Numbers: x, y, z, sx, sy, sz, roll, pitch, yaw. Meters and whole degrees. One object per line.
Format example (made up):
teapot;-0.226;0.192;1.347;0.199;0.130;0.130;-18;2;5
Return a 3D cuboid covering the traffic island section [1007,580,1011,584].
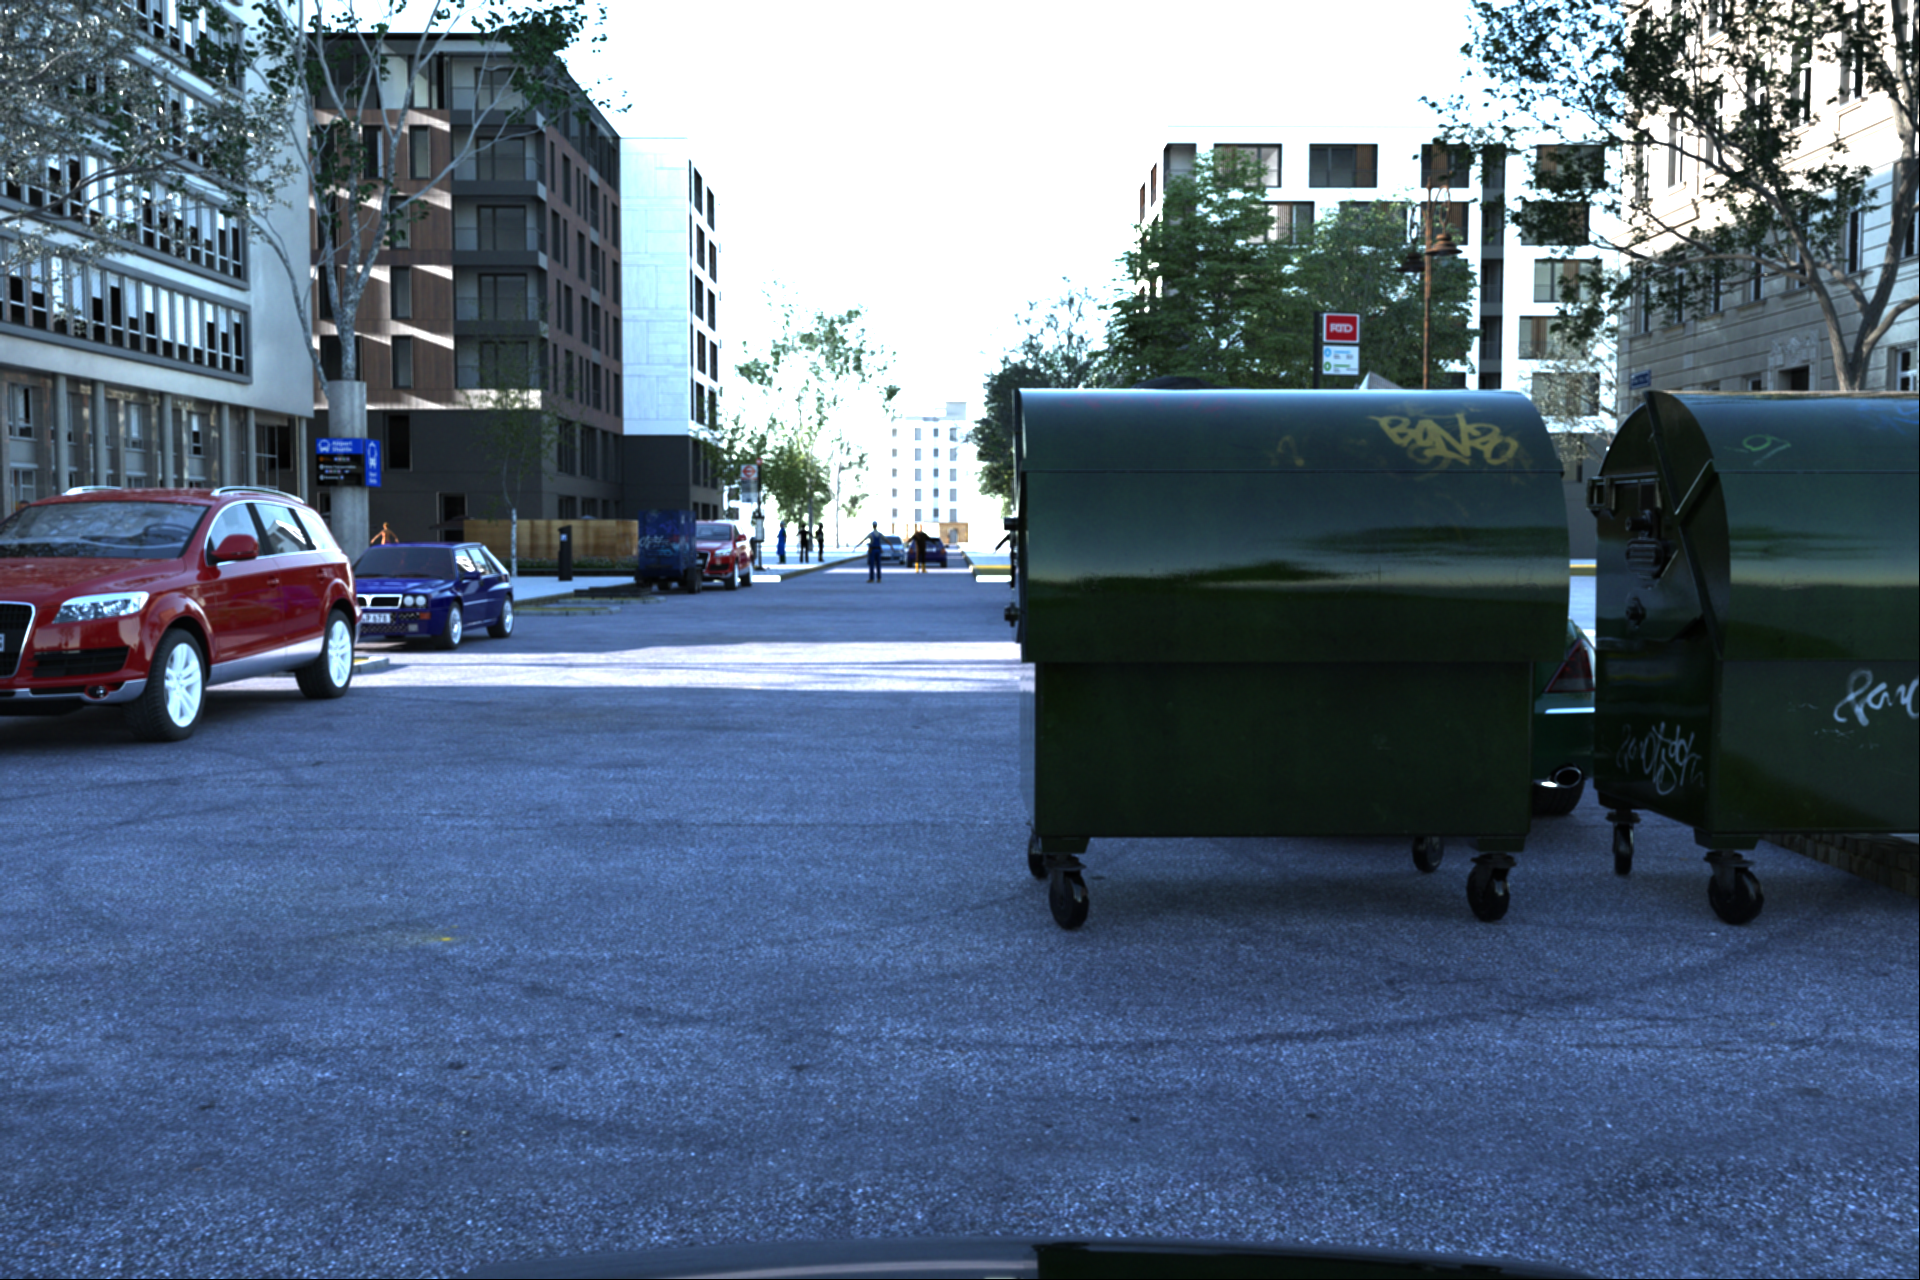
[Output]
traffic island section;2.355;-1.655;49.928;1.991;0.108;1.994;0;4;0

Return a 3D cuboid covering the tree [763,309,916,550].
tree;-9.938;-17.631;144.161;12.611;20.169;13.585;0;3;0

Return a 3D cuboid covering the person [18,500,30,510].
person;-15.426;-1.384;28.542;0.709;1.838;0.599;-1;4;-16

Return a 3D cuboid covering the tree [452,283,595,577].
tree;-13.463;-6.181;51.418;4.360;8.622;3.978;0;3;0

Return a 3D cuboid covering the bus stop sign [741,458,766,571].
bus stop sign;-7.248;-4.408;60.768;0.855;3.939;0.416;0;4;1

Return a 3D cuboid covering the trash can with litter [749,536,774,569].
trash can with litter;-7.487;-3.227;63.813;1.678;1.210;2.233;0;4;-1

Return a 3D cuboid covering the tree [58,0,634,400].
tree;-13.685;-11.219;39.314;12.611;20.169;13.585;0;3;0

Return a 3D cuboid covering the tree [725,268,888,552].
tree;-12.340;-16.521;126.000;12.611;20.169;13.585;0;3;0

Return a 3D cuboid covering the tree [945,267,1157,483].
tree;4.861;-10.307;78.882;12.009;13.543;11.850;0;3;0

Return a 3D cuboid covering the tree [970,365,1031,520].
tree;5.235;-13.436;126.335;9.857;13.997;8.962;0;3;0

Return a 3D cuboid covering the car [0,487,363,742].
car;-6.400;-0.303;13.624;2.281;1.827;5.304;0;4;-1

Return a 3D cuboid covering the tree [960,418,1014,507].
tree;5.036;-14.479;147.105;12.009;13.543;11.850;0;3;0

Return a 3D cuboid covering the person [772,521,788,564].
person;-7.583;-4.116;73.420;0.704;1.817;1.347;-2;4;-31

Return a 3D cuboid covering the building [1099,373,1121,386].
building;23.120;-20.289;198.188;16.747;18.905;31.486;0;4;-1

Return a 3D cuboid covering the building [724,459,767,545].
building;-27.643;-16.260;208.000;9.099;9.664;28.070;0;3;0

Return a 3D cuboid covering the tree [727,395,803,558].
tree;-10.709;-8.723;92.977;4.737;8.622;4.395;0;3;0

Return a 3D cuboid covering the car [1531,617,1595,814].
car;2.239;0.092;10.293;2.131;1.459;4.920;0;4;0

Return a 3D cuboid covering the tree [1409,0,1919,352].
tree;8.581;-5.025;16.577;8.767;10.594;7.601;0;4;-6

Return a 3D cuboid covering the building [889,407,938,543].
building;-9.905;-23.885;249.394;11.380;20.090;16.016;0;4;4

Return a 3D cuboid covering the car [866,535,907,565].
car;-3.450;-4.285;82.065;2.014;1.417;4.499;0;4;-1

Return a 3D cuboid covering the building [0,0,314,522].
building;-32.782;-14.365;42.467;19.016;26.051;41.698;0;3;0

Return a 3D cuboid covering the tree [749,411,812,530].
tree;-10.569;-9.342;103.105;4.737;8.622;4.395;0;3;0

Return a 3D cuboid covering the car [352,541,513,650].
car;-7.092;-0.615;22.635;1.945;1.354;3.894;0;3;0

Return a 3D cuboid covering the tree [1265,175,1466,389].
tree;7.838;-5.271;36.542;4.360;8.622;3.978;0;3;0

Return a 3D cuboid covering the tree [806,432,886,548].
tree;-10.551;-13.734;158.964;8.767;10.594;7.601;1;4;19

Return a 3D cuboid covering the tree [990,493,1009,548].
tree;4.098;-12.574;155.939;4.360;8.622;3.978;0;3;0

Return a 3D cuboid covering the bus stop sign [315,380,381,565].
bus stop sign;-10.586;-2.508;30.023;0.837;3.901;0.837;0;4;0

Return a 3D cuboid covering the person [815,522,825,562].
person;-6.422;-4.560;80.343;0.705;1.856;1.354;0;4;-2

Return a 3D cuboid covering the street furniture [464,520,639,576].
street furniture;-11.892;-2.909;54.421;11.010;1.723;9.812;0;4;0

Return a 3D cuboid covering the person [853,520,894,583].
person;-2.530;-2.629;51.305;1.347;1.847;0.705;-2;4;-28

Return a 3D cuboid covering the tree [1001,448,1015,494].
tree;4.407;-9.666;108.393;4.737;8.622;4.395;0;3;0

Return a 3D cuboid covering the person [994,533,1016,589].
person;1.522;-2.272;45.537;1.347;1.837;0.705;1;4;15

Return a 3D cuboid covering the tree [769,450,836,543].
tree;-22.986;-21.039;250.646;9.857;13.997;8.962;0;3;0

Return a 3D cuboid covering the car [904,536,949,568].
car;-1.433;-3.805;74.788;1.945;1.354;3.894;0;4;-1

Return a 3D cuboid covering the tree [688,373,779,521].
tree;-10.560;-7.948;80.306;4.737;8.622;4.395;0;3;0

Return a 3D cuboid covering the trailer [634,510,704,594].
trailer;-7.014;-2.080;41.064;1.471;1.999;3.904;0;4;0

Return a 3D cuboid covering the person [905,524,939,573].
person;-1.450;-3.421;64.533;1.346;1.812;0.704;-1;4;-21

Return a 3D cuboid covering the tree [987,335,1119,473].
tree;5.014;-10.050;90.068;9.928;11.665;9.643;0;3;0

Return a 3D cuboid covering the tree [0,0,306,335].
tree;-12.845;-6.605;18.363;12.009;13.543;11.850;0;3;0

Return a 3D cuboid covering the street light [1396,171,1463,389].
street light;6.074;-3.045;22.570;0.468;5.910;1.993;0;4;0

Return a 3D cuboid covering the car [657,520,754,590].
car;-6.692;-2.270;45.786;2.281;1.827;5.304;0;3;0

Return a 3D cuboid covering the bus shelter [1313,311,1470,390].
bus shelter;6.198;-3.137;28.929;2.179;5.291;8.768;0;4;0

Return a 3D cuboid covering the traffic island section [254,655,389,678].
traffic island section;-7.179;0.280;18.286;1.991;0.108;1.994;0;4;0

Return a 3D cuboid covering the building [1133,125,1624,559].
building;23.975;-15.864;103.359;27.936;21.610;32.646;0;4;-1

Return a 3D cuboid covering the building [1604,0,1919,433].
building;27.510;-15.154;45.030;12.463;27.353;25.104;0;4;-1

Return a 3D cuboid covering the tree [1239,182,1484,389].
tree;14.401;-9.612;63.815;9.857;13.997;8.962;0;3;0

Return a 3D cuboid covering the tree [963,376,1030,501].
tree;4.624;-10.101;99.565;8.767;10.594;7.601;-1;4;-20

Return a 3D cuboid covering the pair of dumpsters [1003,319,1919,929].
pair of dumpsters;2.386;-0.112;6.790;4.436;2.255;1.574;0;4;-1

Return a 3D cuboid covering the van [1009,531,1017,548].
van;2.152;-1.838;34.435;2.240;2.365;5.245;0;4;-1

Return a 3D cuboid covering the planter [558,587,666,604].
planter;-7.231;-0.928;36.313;1.991;0.319;1.994;0;4;-1

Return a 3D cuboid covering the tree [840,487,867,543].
tree;-15.379;-18.305;249.641;4.737;8.622;4.395;0;3;0

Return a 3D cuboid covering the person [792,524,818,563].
person;-6.906;-4.299;77.003;1.216;1.740;0.721;1;4;11

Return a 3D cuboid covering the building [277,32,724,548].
building;-27.919;-14.872;87.137;27.936;21.610;32.646;0;4;-1

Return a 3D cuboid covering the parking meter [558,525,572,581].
parking meter;-10.822;-2.388;47.462;0.372;1.533;0.369;0;3;0

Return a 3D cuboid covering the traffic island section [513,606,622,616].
traffic island section;-7.198;-0.514;31.275;1.991;0.108;1.994;0;4;0

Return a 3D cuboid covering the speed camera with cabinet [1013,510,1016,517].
speed camera with cabinet;2.334;-4.298;64.603;0.660;3.252;2.038;0;4;0

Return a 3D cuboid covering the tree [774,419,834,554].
tree;-10.355;-9.869;111.725;4.737;8.622;4.395;0;3;0

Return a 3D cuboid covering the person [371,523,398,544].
person;-23.027;-3.829;69.410;0.721;1.733;1.217;3;4;38

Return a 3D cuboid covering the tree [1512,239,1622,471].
tree;27.028;-9.690;68.809;12.009;13.543;11.850;0;3;0

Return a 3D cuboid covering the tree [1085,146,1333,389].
tree;7.450;-8.170;51.708;7.486;12.596;7.792;0;3;0
